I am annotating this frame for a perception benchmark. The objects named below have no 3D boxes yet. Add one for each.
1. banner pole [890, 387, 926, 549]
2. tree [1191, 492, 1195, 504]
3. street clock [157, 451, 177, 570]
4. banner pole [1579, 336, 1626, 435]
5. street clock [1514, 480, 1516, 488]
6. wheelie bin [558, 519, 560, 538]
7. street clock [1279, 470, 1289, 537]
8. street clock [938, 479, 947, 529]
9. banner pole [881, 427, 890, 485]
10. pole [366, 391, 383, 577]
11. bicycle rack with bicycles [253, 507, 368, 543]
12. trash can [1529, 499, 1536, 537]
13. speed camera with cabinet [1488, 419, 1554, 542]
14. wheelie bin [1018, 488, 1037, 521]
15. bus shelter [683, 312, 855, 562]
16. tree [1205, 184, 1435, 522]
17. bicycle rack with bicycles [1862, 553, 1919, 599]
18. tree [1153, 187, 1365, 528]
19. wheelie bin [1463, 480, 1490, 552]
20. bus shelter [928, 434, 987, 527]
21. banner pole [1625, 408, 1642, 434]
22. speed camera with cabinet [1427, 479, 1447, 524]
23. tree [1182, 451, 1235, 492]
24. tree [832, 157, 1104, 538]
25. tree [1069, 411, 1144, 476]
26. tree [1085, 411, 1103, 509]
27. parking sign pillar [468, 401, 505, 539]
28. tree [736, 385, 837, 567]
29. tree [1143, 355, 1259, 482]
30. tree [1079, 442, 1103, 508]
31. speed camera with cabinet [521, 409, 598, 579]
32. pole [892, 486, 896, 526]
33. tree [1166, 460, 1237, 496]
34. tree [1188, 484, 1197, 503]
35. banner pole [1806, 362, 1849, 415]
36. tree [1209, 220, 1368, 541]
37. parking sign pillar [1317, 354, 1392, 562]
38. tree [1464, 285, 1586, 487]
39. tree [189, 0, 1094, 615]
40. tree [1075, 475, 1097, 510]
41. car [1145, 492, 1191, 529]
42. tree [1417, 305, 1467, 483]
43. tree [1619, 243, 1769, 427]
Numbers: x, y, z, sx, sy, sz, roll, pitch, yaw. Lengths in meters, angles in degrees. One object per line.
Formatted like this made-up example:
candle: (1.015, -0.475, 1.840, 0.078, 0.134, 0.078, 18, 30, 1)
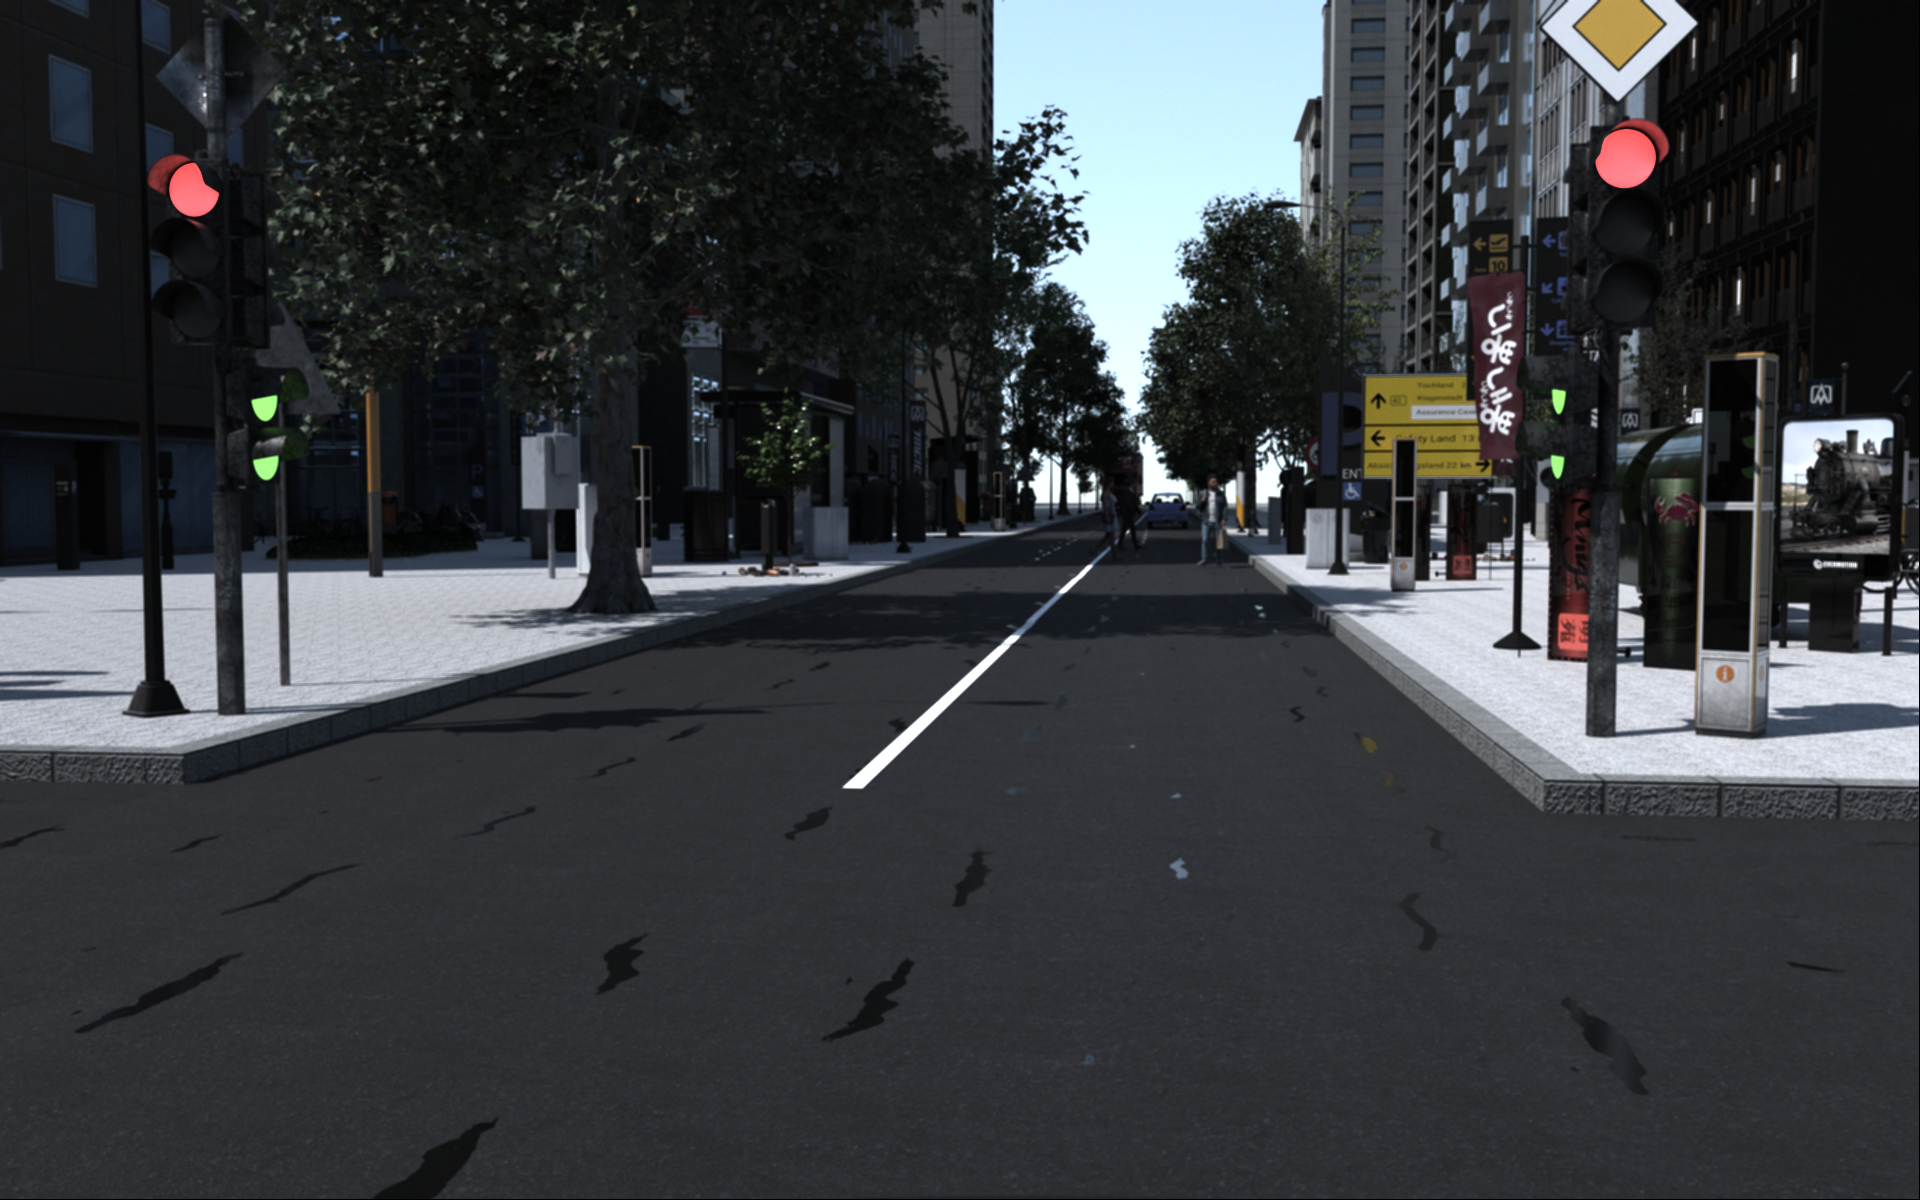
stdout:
banner pole: (-1.118, -3.095, 40.620, 0.863, 3.779, 0.401, -3, 4, -37)
tree: (31.396, -18.758, 232.455, 9.928, 11.665, 9.643, 0, 3, 0)
street clock: (-13.493, -1.521, 29.444, 0.358, 2.002, 0.471, -2, 4, -24)
banner pole: (9.002, -2.128, 24.814, 0.401, 3.779, 0.863, -1, 4, -20)
street clock: (26.198, -4.751, 82.249, 0.471, 2.002, 0.358, 1, 4, 19)
wheelie bin: (-10.878, -2.315, 45.763, 0.980, 1.594, 0.693, 0, 4, 6)
street clock: (9.691, -2.855, 51.243, 0.471, 2.002, 0.358, -1, 4, -22)
street clock: (-0.584, -3.620, 63.756, 0.358, 2.002, 0.471, 2, 4, 34)
banner pole: (-2.618, -4.546, 64.338, 0.863, 3.779, 0.401, 0, 4, 4)
pole: (-9.035, -2.009, 26.697, 0.158, 3.312, 0.155, 0, 3, 0)
bicycle rack with bicycles: (-16.890, -1.957, 45.373, 2.925, 0.926, 2.852, 1, 4, 18)
trash can: (17.514, -2.478, 52.171, 0.748, 1.137, 0.748, 0, 3, 0)
speed camera with cabinet: (14.968, -3.162, 46.030, 2.038, 3.252, 0.660, 1, 4, 18)
wheelie bin: (3.207, -4.650, 83.938, 0.980, 1.594, 0.693, -1, 4, -23)
bus shelter: (-4.093, -3.610, 36.651, 2.179, 5.291, 8.768, 0, 4, 7)
tree: (8.249, -5.514, 40.509, 4.737, 8.622, 4.395, 0, 3, 0)
bicycle rack with bicycles: (12.619, -0.492, 21.428, 2.925, 0.926, 2.852, 3, 5, 41)
tree: (10.791, -9.052, 65.010, 9.611, 12.733, 9.660, 0, 3, 0)
wheelie bin: (11.382, -1.871, 38.507, 0.693, 1.594, 0.980, -1, 4, -20)
bus shelter: (-0.053, -4.889, 71.225, 1.731, 3.624, 6.357, 0, 4, 7)
banner pole: (17.021, -3.331, 44.482, 0.863, 3.779, 0.401, 0, 4, 8)
speed camera with cabinet: (20.636, -4.860, 73.789, 0.660, 3.252, 2.038, -1, 4, -13)
tree: (16.166, -7.844, 111.967, 4.285, 4.588, 4.351, 0, 3, 0)
tree: (-0.199, -7.655, 50.919, 9.928, 11.665, 9.643, 0, 3, 0)
tree: (14.944, -14.959, 178.996, 8.767, 10.594, 7.601, 1, 4, 13)
tree: (12.448, -12.390, 152.940, 4.737, 8.622, 4.395, 0, 3, 0)
parking sign pillar: (-13.881, -3.752, 49.823, 1.447, 3.967, 1.447, -1, 4, -15)
tree: (-3.075, -2.229, 31.039, 1.663, 3.219, 1.824, 0, 3, 0)
tree: (19.442, -14.152, 138.037, 9.857, 13.997, 8.962, 0, 3, 0)
tree: (12.899, -12.796, 159.571, 4.360, 8.622, 3.978, 0, 3, 0)
speed camera with cabinet: (-5.852, -1.996, 26.964, 0.660, 3.252, 2.038, 3, 4, 36)
pole: (-2.681, -4.675, 70.287, 0.158, 3.312, 0.155, 0, 3, 0)
tree: (24.203, -15.778, 176.101, 7.486, 12.596, 7.792, 0, 3, 0)
tree: (12.362, -7.808, 78.021, 4.737, 8.622, 4.395, 0, 3, 0)
banner pole: (16.608, -2.636, 33.114, 0.863, 3.779, 0.401, 1, 4, 20)
tree: (9.090, -5.946, 47.584, 4.360, 8.622, 3.978, 0, 3, 0)
parking sign pillar: (7.523, -2.737, 33.228, 1.447, 3.967, 1.447, 1, 4, 12)
tree: (19.696, -6.657, 59.210, 4.737, 8.622, 4.395, 0, 3, 0)
tree: (-3.733, -6.219, 18.691, 9.611, 12.733, 9.660, 0, 3, 0)
tree: (9.887, -8.724, 137.238, 1.663, 3.219, 1.824, 0, 3, 0)
car: (8.782, -3.896, 73.289, 1.945, 1.707, 3.694, 0, 4, 7)
tree: (19.978, -7.234, 68.637, 4.360, 8.622, 3.978, 0, 3, 0)
tree: (21.000, -6.131, 50.605, 4.360, 8.622, 3.978, 0, 3, 0)
